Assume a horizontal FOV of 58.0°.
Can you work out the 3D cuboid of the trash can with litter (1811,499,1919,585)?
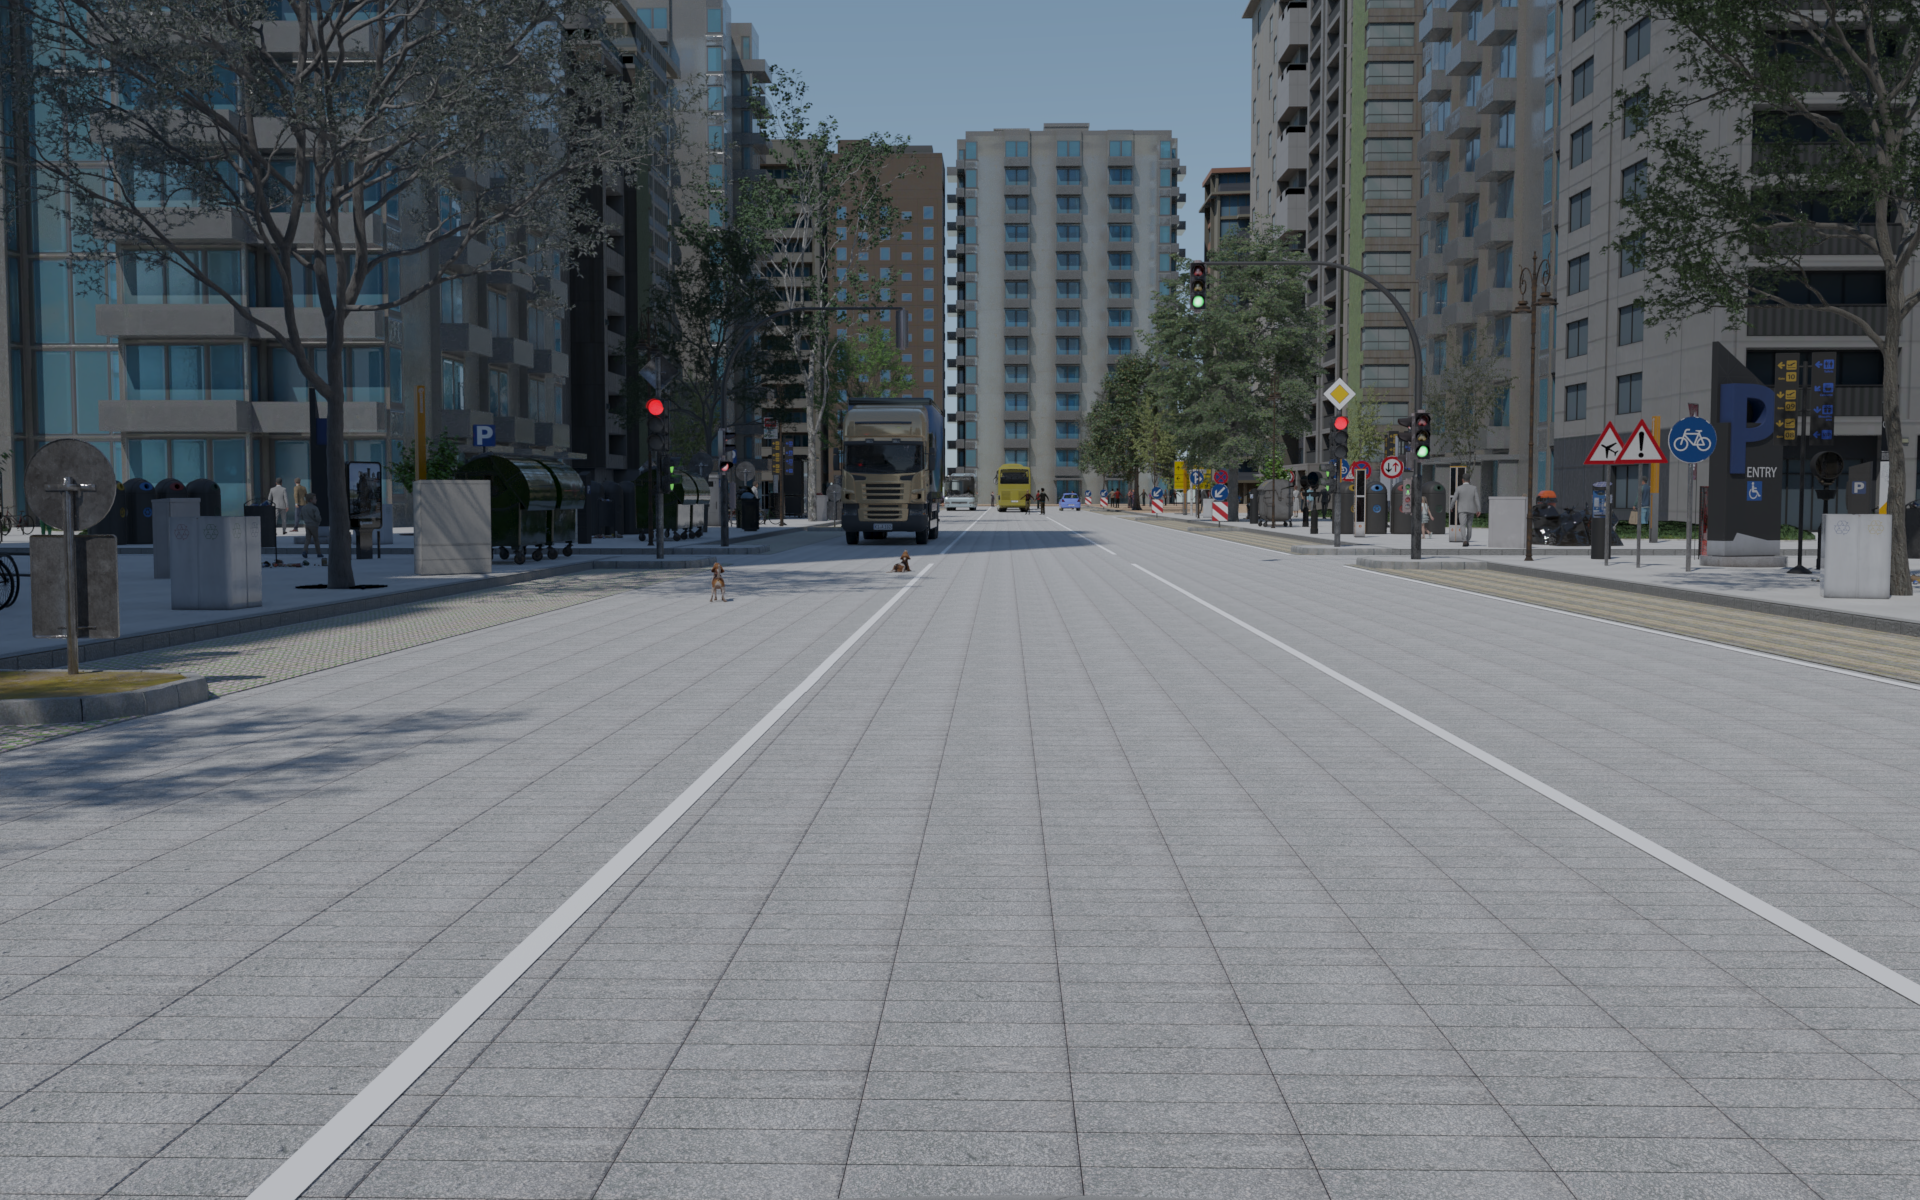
[{"bbox_3d":[13.603,-0.871,25.296,2.233,1.210,1.678,1,4,13],"label":"trash can with litter"}]

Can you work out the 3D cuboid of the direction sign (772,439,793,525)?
[{"bbox_3d":[-7.250,-4.821,70.814,0.876,3.537,0.379,0,4,-2],"label":"direction sign"}]

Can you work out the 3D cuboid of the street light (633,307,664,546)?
[{"bbox_3d":[-7.689,-4.288,42.897,0.468,5.910,1.993,0,4,1],"label":"street light"}]

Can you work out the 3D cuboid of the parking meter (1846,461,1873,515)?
[{"bbox_3d":[16.175,-1.558,31.187,0.399,1.863,0.255,2,4,34],"label":"parking meter"}]

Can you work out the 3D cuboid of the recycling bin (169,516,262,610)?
[{"bbox_3d":[-8.360,-0.423,19.469,0.722,1.027,0.722,0,4,7],"label":"recycling bin"}]

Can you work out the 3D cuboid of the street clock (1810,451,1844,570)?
[{"bbox_3d":[14.655,-1.514,29.324,0.471,2.002,0.358,0,4,5],"label":"street clock"}]

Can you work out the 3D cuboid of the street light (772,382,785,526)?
[{"bbox_3d":[-7.086,-5.857,68.543,0.468,5.910,1.993,0,4,1],"label":"street light"}]

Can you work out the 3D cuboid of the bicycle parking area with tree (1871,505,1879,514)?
[{"bbox_3d":[54.509,-6.437,92.249,8.231,4.147,9.016,0,4,-5],"label":"bicycle parking area with tree"}]

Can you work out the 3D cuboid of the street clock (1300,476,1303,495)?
[{"bbox_3d":[13.413,-3.828,67.153,0.358,2.002,0.471,-2,4,-32],"label":"street clock"}]

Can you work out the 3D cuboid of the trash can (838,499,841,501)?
[{"bbox_3d":[-7.507,-5.744,105.562,0.748,1.137,0.748,0,3,0],"label":"trash can"}]

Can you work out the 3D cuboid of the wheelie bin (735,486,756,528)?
[{"bbox_3d":[-8.073,-3.498,65.102,0.980,1.594,0.693,3,5,43],"label":"wheelie bin"}]

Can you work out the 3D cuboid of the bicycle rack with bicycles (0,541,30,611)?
[{"bbox_3d":[-11.409,-0.356,19.200,2.925,0.926,2.852,2,4,26],"label":"bicycle rack with bicycles"}]

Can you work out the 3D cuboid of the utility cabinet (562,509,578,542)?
[{"bbox_3d":[-10.506,-2.262,45.670,0.318,1.500,1.173,-3,5,-45],"label":"utility cabinet"}]

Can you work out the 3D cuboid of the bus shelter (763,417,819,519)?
[{"bbox_3d":[-9.107,-7.062,93.103,2.179,5.291,8.768,0,4,1],"label":"bus shelter"}]

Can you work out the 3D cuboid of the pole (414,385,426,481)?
[{"bbox_3d":[-10.151,-2.371,32.610,0.158,3.312,0.155,0,3,0],"label":"pole"}]

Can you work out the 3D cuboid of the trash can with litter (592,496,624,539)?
[{"bbox_3d":[-10.695,-2.401,50.307,2.233,1.210,1.678,-2,4,-28],"label":"trash can with litter"}]

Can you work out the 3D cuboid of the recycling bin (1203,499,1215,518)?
[{"bbox_3d":[13.530,-4.924,93.062,0.722,1.027,0.722,2,4,34],"label":"recycling bin"}]

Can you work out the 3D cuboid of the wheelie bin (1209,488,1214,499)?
[{"bbox_3d":[14.487,-5.498,97.798,0.980,1.594,0.693,2,4,26],"label":"wheelie bin"}]

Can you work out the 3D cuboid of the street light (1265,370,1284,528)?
[{"bbox_3d":[11.744,-5.626,64.777,0.468,5.910,1.993,0,4,1],"label":"street light"}]

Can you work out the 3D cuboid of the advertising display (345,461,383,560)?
[{"bbox_3d":[-11.750,-1.768,34.118,0.123,1.923,0.974,1,4,21],"label":"advertising display"}]

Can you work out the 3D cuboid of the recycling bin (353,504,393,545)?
[{"bbox_3d":[-14.965,-1.932,44.135,0.722,1.027,0.722,1,4,22],"label":"recycling bin"}]

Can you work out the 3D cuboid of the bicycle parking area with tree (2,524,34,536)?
[{"bbox_3d":[-33.021,-3.927,51.209,8.231,4.147,9.016,1,4,14],"label":"bicycle parking area with tree"}]

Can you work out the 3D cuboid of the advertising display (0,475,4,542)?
[{"bbox_3d":[-26.068,-2.505,46.175,0.974,1.923,0.123,-1,4,-20],"label":"advertising display"}]

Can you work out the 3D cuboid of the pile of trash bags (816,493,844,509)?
[{"bbox_3d":[-8.007,-6.438,115.017,3.447,1.369,1.912,1,4,10],"label":"pile of trash bags"}]

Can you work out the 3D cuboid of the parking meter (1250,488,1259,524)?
[{"bbox_3d":[12.627,-4.031,74.316,0.372,1.533,0.369,0,3,0],"label":"parking meter"}]

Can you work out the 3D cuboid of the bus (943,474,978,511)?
[{"bbox_3d":[0.134,-9.529,150.660,2.948,3.499,13.247,0,4,2],"label":"bus"}]

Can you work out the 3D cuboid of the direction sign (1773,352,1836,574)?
[{"bbox_3d":[13.544,-2.192,27.837,0.876,3.537,0.379,1,4,19],"label":"direction sign"}]

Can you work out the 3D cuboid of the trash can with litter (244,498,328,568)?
[{"bbox_3d":[-11.890,-1.189,30.496,2.233,1.210,1.678,-2,4,-26],"label":"trash can with litter"}]

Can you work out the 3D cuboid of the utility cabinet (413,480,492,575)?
[{"bbox_3d":[-8.090,-1.157,27.593,1.173,1.500,0.318,-3,5,-41],"label":"utility cabinet"}]

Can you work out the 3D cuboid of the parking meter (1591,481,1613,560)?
[{"bbox_3d":[12.619,-1.569,34.061,0.372,1.533,0.369,0,3,0],"label":"parking meter"}]

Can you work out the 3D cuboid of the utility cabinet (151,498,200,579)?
[{"bbox_3d":[-12.094,-0.953,26.744,0.306,1.237,1.020,0,4,1],"label":"utility cabinet"}]

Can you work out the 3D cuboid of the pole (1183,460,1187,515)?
[{"bbox_3d":[13.581,-6.775,104.608,0.158,3.312,0.155,0,3,0],"label":"pole"}]

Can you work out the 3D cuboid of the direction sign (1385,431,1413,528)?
[{"bbox_3d":[15.794,-4.286,62.073,0.876,3.537,0.379,0,4,5],"label":"direction sign"}]

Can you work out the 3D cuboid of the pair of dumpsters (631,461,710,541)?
[{"bbox_3d":[-8.153,-2.835,48.852,1.574,2.255,4.437,0,4,2],"label":"pair of dumpsters"}]

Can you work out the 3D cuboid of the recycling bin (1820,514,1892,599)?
[{"bbox_3d":[11.123,-0.548,21.519,0.722,1.027,0.722,1,4,22],"label":"recycling bin"}]

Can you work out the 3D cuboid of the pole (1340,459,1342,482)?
[{"bbox_3d":[12.705,-3.928,58.071,0.158,3.312,0.155,0,3,0],"label":"pole"}]

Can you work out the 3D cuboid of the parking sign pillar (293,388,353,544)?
[{"bbox_3d":[-16.480,-3.439,44.705,1.447,3.967,1.447,-1,4,-15],"label":"parking sign pillar"}]

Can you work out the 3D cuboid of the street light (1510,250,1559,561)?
[{"bbox_3d":[10.922,-3.687,33.077,0.468,5.910,1.993,0,4,1],"label":"street light"}]

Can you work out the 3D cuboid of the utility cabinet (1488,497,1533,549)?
[{"bbox_3d":[13.099,-1.839,41.222,0.306,1.237,1.020,-3,4,-38],"label":"utility cabinet"}]

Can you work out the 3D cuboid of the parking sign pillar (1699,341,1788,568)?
[{"bbox_3d":[13.973,-2.588,30.778,1.447,3.967,1.447,-1,4,-21],"label":"parking sign pillar"}]

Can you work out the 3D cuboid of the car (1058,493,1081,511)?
[{"bbox_3d":[9.354,-8.445,147.672,1.945,1.707,3.694,0,4,0],"label":"car"}]

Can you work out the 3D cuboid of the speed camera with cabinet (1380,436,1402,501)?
[{"bbox_3d":[15.052,-3.991,59.597,0.660,3.252,2.038,2,4,33],"label":"speed camera with cabinet"}]

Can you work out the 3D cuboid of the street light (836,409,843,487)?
[{"bbox_3d":[-6.424,-7.416,94.035,0.468,5.910,1.993,0,4,1],"label":"street light"}]

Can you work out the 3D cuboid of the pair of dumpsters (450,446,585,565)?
[{"bbox_3d":[-8.476,-1.887,33.344,1.574,2.255,4.437,0,4,1],"label":"pair of dumpsters"}]

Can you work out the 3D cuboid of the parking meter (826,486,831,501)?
[{"bbox_3d":[-8.918,-6.855,117.791,0.399,1.863,0.255,-1,4,-16],"label":"parking meter"}]

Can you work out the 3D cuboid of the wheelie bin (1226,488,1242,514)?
[{"bbox_3d":[13.356,-4.722,85.112,0.980,1.594,0.693,1,4,15],"label":"wheelie bin"}]

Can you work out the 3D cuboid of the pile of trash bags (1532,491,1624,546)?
[{"bbox_3d":[15.409,-2.097,44.044,1.912,1.369,3.447,0,4,-2],"label":"pile of trash bags"}]

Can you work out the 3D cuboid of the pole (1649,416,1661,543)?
[{"bbox_3d":[18.191,-3.150,45.343,0.158,3.312,0.155,0,3,0],"label":"pole"}]

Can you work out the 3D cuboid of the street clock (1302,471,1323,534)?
[{"bbox_3d":[11.350,-3.111,55.439,0.358,2.002,0.471,-3,5,-41],"label":"street clock"}]

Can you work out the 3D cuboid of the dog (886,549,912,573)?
[{"bbox_3d":[-1.141,-0.712,31.835,0.748,0.427,0.550,-2,4,-29],"label":"dog"}]

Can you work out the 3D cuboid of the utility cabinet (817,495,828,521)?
[{"bbox_3d":[-6.702,-4.332,81.984,0.306,1.237,1.020,3,5,43],"label":"utility cabinet"}]

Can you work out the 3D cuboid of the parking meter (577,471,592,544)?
[{"bbox_3d":[-9.672,-2.377,44.574,0.255,1.863,0.399,1,4,10],"label":"parking meter"}]

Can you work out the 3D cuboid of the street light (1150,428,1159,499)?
[{"bbox_3d":[13.012,-8.745,115.764,0.468,5.910,1.993,0,4,1],"label":"street light"}]

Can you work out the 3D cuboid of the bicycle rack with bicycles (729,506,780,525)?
[{"bbox_3d":[-8.944,-3.639,72.872,2.925,0.926,2.852,0,4,-6],"label":"bicycle rack with bicycles"}]

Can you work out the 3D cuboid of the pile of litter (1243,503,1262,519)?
[{"bbox_3d":[15.081,-4.562,88.559,1.176,0.858,1.719,0,4,4],"label":"pile of litter"}]

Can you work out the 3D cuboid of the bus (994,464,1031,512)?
[{"bbox_3d":[4.240,-9.065,139.751,2.896,3.916,12.252,0,4,0],"label":"bus"}]

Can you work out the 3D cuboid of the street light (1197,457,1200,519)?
[{"bbox_3d":[12.457,-7.185,90.268,0.468,5.910,1.993,0,4,1],"label":"street light"}]

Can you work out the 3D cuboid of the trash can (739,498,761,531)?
[{"bbox_3d":[-7.222,-2.939,59.708,0.748,1.137,0.748,0,3,0],"label":"trash can"}]
